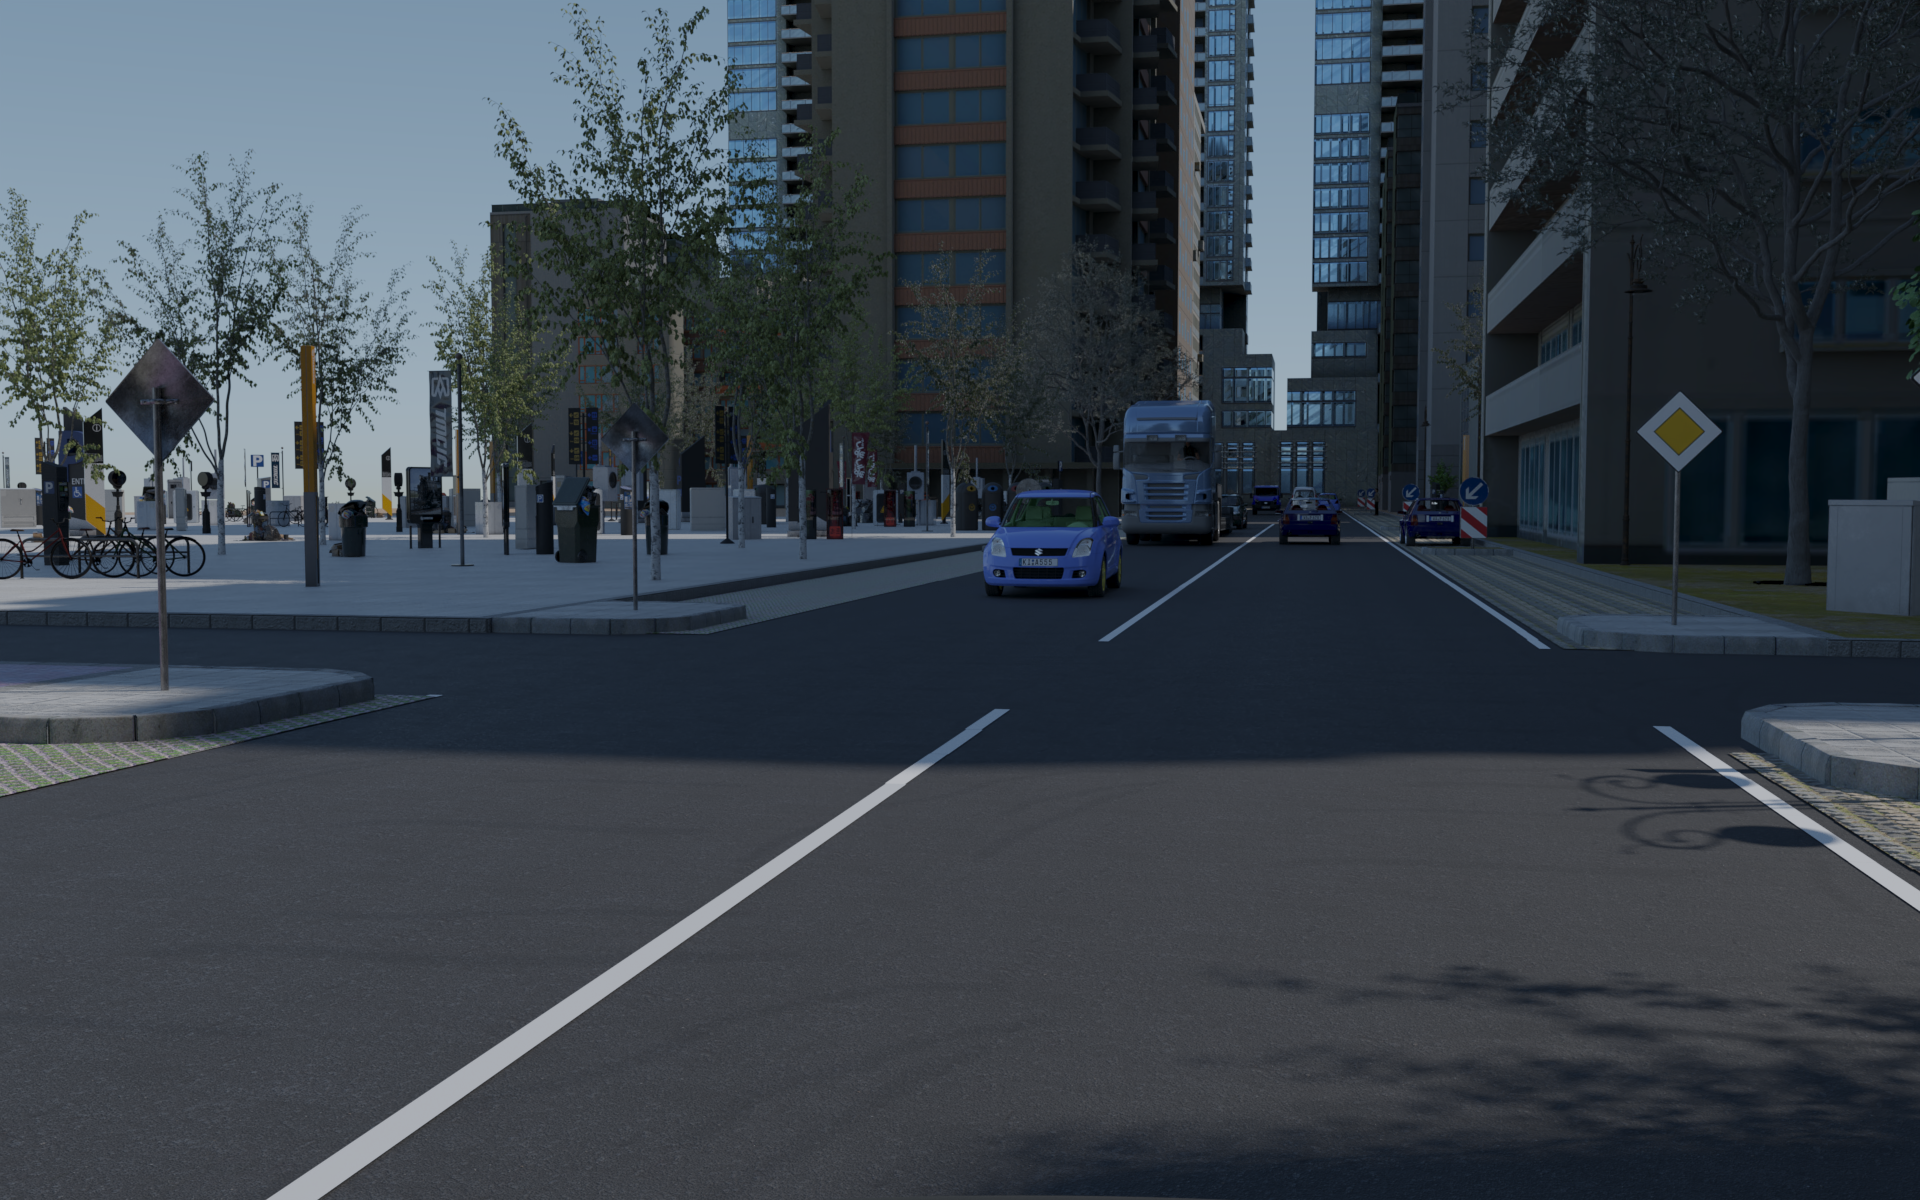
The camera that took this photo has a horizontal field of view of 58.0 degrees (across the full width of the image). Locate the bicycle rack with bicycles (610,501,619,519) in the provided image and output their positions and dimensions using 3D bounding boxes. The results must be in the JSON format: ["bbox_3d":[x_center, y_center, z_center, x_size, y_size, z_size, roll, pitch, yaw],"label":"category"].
[{"bbox_3d":[-17.555,-4.389,85.139,2.852,0.926,2.925,-1,4,-17],"label":"bicycle rack with bicycles"}]

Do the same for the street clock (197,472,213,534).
[{"bbox_3d":[-24.419,-3.150,56.080,0.471,2.002,0.358,2,4,25],"label":"street clock"}]

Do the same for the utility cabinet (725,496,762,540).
[{"bbox_3d":[-6.087,-2.310,48.932,0.306,1.237,1.020,3,5,45],"label":"utility cabinet"}]

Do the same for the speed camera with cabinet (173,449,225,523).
[{"bbox_3d":[-33.522,-5.011,76.267,2.038,3.252,0.660,-1,4,-14],"label":"speed camera with cabinet"}]

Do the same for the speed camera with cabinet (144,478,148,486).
[{"bbox_3d":[-44.216,-6.225,96.115,0.660,3.252,2.038,2,4,28],"label":"speed camera with cabinet"}]

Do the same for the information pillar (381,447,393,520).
[{"bbox_3d":[-28.464,-5.790,86.015,0.504,3.616,0.183,-3,4,-37],"label":"information pillar"}]

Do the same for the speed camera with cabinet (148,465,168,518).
[{"bbox_3d":[-42.920,-6.108,94.195,2.038,3.252,0.660,1,4,15],"label":"speed camera with cabinet"}]

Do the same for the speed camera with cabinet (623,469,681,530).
[{"bbox_3d":[-11.129,-4.163,62.406,2.038,3.252,0.660,0,4,4],"label":"speed camera with cabinet"}]

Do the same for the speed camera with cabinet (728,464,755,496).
[{"bbox_3d":[-7.427,-3.938,58.730,0.660,3.252,2.038,-1,4,-19],"label":"speed camera with cabinet"}]

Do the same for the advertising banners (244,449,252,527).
[{"bbox_3d":[-27.768,-4.361,67.488,0.090,3.025,2.074,-1,4,-17],"label":"advertising banners"}]

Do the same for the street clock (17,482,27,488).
[{"bbox_3d":[-56.660,-6.122,104.658,0.471,2.002,0.358,0,4,-6],"label":"street clock"}]

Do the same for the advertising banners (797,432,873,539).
[{"bbox_3d":[-3.564,-3.224,48.894,2.074,3.025,0.090,0,4,6],"label":"advertising banners"}]

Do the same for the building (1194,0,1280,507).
[{"bbox_3d":[18.325,-53.416,186.030,31.000,86.520,22.319,1,4,12],"label":"building"}]

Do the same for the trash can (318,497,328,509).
[{"bbox_3d":[-37.614,-5.534,102.138,0.748,1.137,0.748,0,3,0],"label":"trash can"}]

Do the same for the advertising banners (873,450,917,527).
[{"bbox_3d":[-2.699,-4.360,67.471,2.074,3.025,0.090,0,4,-2],"label":"advertising banners"}]

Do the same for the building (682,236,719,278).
[{"bbox_3d":[-35.723,-25.860,194.515,14.107,30.474,14.160,1,4,12],"label":"building"}]

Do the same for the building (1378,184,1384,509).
[{"bbox_3d":[41.796,-22.645,141.947,14.160,30.474,14.107,1,4,12],"label":"building"}]

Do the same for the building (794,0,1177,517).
[{"bbox_3d":[1.876,-27.779,108.805,22.147,44.769,28.867,1,4,12],"label":"building"}]

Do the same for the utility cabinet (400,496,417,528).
[{"bbox_3d":[-21.020,-3.359,66.084,0.306,1.237,1.020,1,4,10],"label":"utility cabinet"}]

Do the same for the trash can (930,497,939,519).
[{"bbox_3d":[-1.400,-4.518,85.514,0.748,1.137,0.748,0,3,0],"label":"trash can"}]

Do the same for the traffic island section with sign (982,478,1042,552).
[{"bbox_3d":[1.694,-2.113,43.177,1.989,1.847,2.006,1,4,12],"label":"traffic island section with sign"}]

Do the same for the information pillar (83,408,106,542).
[{"bbox_3d":[-23.376,-3.391,46.798,0.504,3.616,0.183,-2,4,-32],"label":"information pillar"}]

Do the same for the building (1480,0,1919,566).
[{"bbox_3d":[24.002,-25.367,38.447,21.300,48.544,21.600,1,4,12],"label":"building"}]

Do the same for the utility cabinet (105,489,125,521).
[{"bbox_3d":[-40.154,-4.479,81.909,1.173,1.500,0.318,0,4,-2],"label":"utility cabinet"}]

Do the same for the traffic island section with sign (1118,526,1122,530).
[{"bbox_3d":[7.193,-3.745,69.859,1.989,1.847,2.006,1,4,12],"label":"traffic island section with sign"}]

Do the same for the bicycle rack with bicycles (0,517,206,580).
[{"bbox_3d":[-13.187,-0.832,26.980,2.925,0.926,2.852,0,4,1],"label":"bicycle rack with bicycles"}]

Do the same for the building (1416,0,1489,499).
[{"bbox_3d":[38.663,-34.376,104.044,21.231,58.520,28.212,1,4,12],"label":"building"}]

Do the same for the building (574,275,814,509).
[{"bbox_3d":[-16.703,-19.396,162.165,28.899,21.520,27.650,1,4,12],"label":"building"}]

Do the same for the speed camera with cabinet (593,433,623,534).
[{"bbox_3d":[-11.638,-3.728,55.296,0.660,3.252,2.038,1,4,16],"label":"speed camera with cabinet"}]

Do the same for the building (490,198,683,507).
[{"bbox_3d":[-37.312,-24.563,173.312,14.107,30.474,14.160,1,4,12],"label":"building"}]

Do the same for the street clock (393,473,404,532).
[{"bbox_3d":[-18.937,-3.295,58.448,0.358,2.002,0.471,-1,4,-9],"label":"street clock"}]

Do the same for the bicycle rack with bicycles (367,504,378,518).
[{"bbox_3d":[-27.162,-3.763,74.908,2.925,0.926,2.852,0,4,3],"label":"bicycle rack with bicycles"}]

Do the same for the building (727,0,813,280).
[{"bbox_3d":[-12.745,-53.816,192.568,31.000,86.520,22.319,1,4,12],"label":"building"}]

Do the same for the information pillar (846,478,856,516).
[{"bbox_3d":[-4.968,-4.556,78.985,0.304,2.012,0.304,-3,5,-43],"label":"information pillar"}]

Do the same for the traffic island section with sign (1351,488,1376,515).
[{"bbox_3d":[27.653,-6.628,117.003,1.989,1.847,2.006,1,4,12],"label":"traffic island section with sign"}]

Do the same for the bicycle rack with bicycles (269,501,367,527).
[{"bbox_3d":[-25.321,-3.305,67.412,2.852,0.926,2.925,1,4,16],"label":"bicycle rack with bicycles"}]

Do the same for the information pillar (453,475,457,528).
[{"bbox_3d":[-19.174,-3.774,66.194,0.304,2.012,0.304,-3,4,-38],"label":"information pillar"}]

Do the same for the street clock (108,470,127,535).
[{"bbox_3d":[-25.521,-2.931,52.491,0.358,2.002,0.471,3,4,37],"label":"street clock"}]

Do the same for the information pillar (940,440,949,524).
[{"bbox_3d":[-0.639,-5.092,74.608,0.183,3.616,0.504,3,4,37],"label":"information pillar"}]

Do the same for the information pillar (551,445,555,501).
[{"bbox_3d":[-19.204,-5.531,81.783,0.183,3.616,0.504,0,4,-2],"label":"information pillar"}]

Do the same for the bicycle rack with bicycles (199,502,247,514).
[{"bbox_3d":[-34.210,-4.103,80.467,2.925,0.926,2.852,0,4,-4],"label":"bicycle rack with bicycles"}]

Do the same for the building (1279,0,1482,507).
[{"bbox_3d":[48.702,-53.039,179.854,31.000,86.520,22.319,1,4,12],"label":"building"}]

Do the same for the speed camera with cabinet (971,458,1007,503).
[{"bbox_3d":[1.637,-6.134,94.630,2.038,3.252,0.660,1,4,14],"label":"speed camera with cabinet"}]

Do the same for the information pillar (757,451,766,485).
[{"bbox_3d":[-10.413,-6.101,91.107,0.504,3.616,0.183,-1,4,-9],"label":"information pillar"}]

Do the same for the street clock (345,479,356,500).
[{"bbox_3d":[-28.074,-4.603,79.826,0.471,2.002,0.358,1,4,20],"label":"street clock"}]

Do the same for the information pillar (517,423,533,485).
[{"bbox_3d":[-14.242,-4.002,56.781,0.504,3.616,0.183,-2,4,-24],"label":"information pillar"}]

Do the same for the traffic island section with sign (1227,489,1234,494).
[{"bbox_3d":[22.765,-8.363,145.357,1.989,1.847,2.006,1,4,12],"label":"traffic island section with sign"}]

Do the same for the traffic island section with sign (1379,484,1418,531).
[{"bbox_3d":[17.569,-3.635,68.063,1.989,1.847,2.006,1,4,12],"label":"traffic island section with sign"}]

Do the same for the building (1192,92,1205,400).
[{"bbox_3d":[9.204,-28.247,153.724,23.993,40.220,32.217,1,4,12],"label":"building"}]

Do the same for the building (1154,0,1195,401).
[{"bbox_3d":[9.982,-29.317,129.443,14.600,45.320,14.200,1,4,12],"label":"building"}]

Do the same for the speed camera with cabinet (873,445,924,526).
[{"bbox_3d":[-2.479,-4.627,69.984,2.038,3.252,0.660,0,4,1],"label":"speed camera with cabinet"}]

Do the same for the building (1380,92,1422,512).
[{"bbox_3d":[38.699,-21.718,126.794,14.160,30.474,14.107,1,4,12],"label":"building"}]

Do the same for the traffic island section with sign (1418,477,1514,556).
[{"bbox_3d":[11.996,-1.983,41.050,1.989,1.847,2.006,1,4,12],"label":"traffic island section with sign"}]

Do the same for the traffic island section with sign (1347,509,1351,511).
[{"bbox_3d":[33.170,-8.263,143.728,1.989,1.847,2.006,1,4,12],"label":"traffic island section with sign"}]
